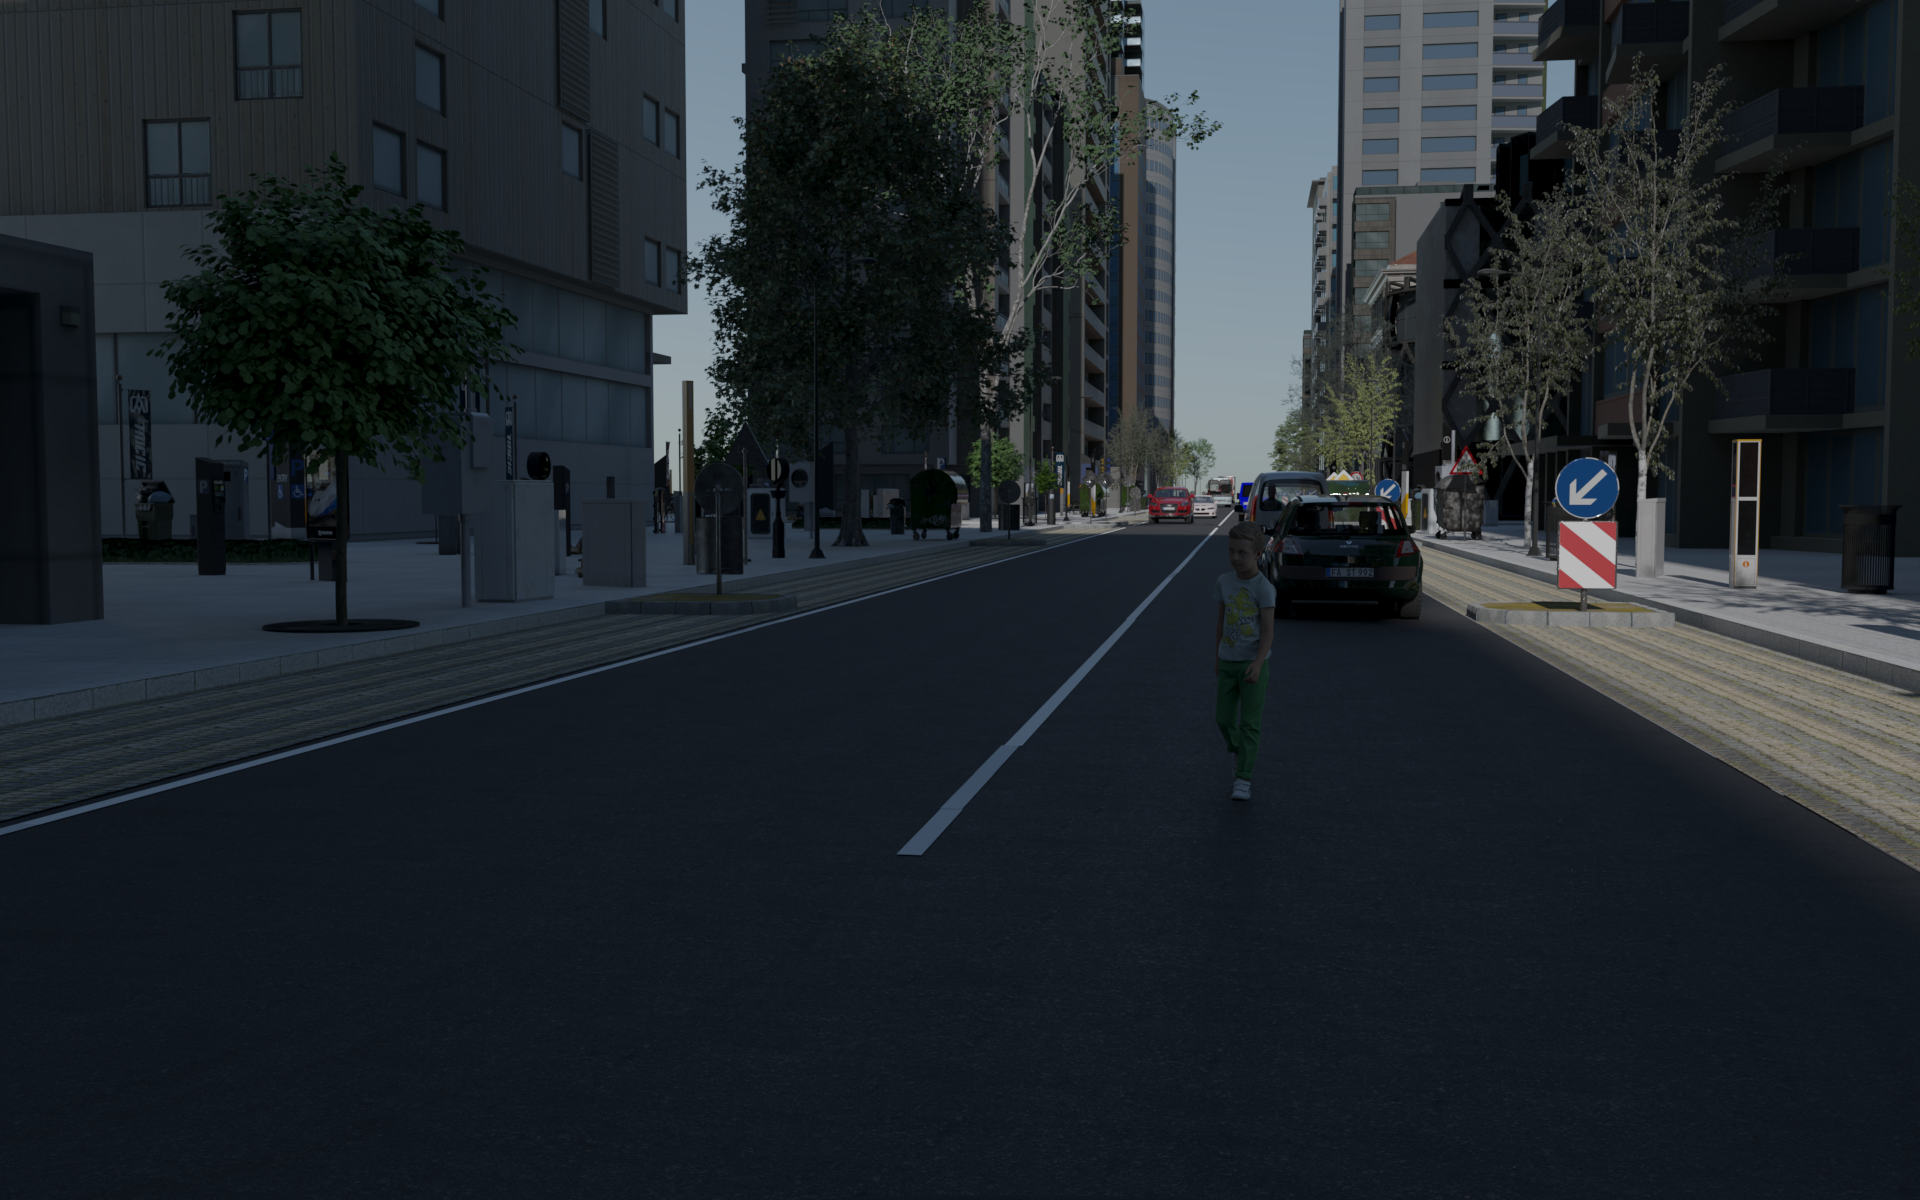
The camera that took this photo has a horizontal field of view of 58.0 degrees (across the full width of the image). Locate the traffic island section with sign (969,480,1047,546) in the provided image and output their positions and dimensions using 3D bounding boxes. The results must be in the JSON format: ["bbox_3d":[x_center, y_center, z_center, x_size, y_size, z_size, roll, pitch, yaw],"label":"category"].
[{"bbox_3d":[1.372,-2.421,48.209,1.989,1.847,2.006,1,4,9],"label":"traffic island section with sign"}]

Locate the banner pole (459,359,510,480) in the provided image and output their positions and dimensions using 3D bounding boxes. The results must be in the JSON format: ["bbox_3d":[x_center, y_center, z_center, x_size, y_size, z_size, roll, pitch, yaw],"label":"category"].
[{"bbox_3d":[-8.176,-2.408,29.384,0.401,3.779,0.863,2,4,31],"label":"banner pole"}]

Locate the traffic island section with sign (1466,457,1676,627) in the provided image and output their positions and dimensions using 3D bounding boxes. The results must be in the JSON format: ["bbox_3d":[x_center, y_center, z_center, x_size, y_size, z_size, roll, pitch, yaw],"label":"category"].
[{"bbox_3d":[6.820,-0.669,19.571,1.989,1.847,2.006,1,4,9],"label":"traffic island section with sign"}]

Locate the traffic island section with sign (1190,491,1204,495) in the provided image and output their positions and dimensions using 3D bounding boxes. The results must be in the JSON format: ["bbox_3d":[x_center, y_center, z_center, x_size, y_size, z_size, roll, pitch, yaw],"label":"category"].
[{"bbox_3d":[27.682,-12.058,205.780,1.989,1.847,2.006,1,4,9],"label":"traffic island section with sign"}]

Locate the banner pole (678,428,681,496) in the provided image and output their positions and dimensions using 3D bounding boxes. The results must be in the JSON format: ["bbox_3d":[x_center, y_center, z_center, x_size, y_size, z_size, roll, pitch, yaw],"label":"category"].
[{"bbox_3d":[-10.744,-4.670,66.377,0.401,3.779,0.863,-1,4,-12],"label":"banner pole"}]

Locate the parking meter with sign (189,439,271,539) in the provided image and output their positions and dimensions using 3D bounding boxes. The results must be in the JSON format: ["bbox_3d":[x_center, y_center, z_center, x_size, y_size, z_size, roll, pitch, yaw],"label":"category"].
[{"bbox_3d":[-16.355,-2.603,38.827,1.738,3.016,0.543,0,4,-5],"label":"parking meter with sign"}]

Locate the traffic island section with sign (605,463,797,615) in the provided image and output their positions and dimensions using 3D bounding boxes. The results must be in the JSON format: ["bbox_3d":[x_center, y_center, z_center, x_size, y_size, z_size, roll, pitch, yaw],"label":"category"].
[{"bbox_3d":[-3.093,-0.779,21.364,1.989,1.847,2.006,1,4,9],"label":"traffic island section with sign"}]

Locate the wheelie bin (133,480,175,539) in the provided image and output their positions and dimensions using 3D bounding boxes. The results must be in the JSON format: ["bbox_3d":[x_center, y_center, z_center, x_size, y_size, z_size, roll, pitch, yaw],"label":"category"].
[{"bbox_3d":[-18.691,-1.976,40.209,0.980,1.594,0.693,1,4,18],"label":"wheelie bin"}]

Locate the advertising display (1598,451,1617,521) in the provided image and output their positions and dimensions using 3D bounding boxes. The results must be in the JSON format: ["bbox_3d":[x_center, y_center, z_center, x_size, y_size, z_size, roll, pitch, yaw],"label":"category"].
[{"bbox_3d":[9.833,-1.290,26.310,0.123,1.923,0.974,2,4,28],"label":"advertising display"}]

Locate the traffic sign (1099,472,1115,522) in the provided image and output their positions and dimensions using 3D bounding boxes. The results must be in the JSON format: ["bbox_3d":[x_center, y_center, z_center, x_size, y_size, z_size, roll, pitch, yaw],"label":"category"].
[{"bbox_3d":[6.794,-4.696,80.424,0.795,2.450,0.064,1,4,9],"label":"traffic sign"}]

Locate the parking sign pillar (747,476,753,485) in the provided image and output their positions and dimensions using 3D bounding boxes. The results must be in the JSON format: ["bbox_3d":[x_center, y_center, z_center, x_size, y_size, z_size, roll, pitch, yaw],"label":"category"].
[{"bbox_3d":[-14.138,-8.072,120.441,1.447,3.967,1.447,-1,4,-22],"label":"parking sign pillar"}]

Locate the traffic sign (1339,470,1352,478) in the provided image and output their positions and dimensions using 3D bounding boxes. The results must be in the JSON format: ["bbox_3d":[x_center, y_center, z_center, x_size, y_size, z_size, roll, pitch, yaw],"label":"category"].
[{"bbox_3d":[15.680,-4.109,70.831,0.795,2.450,0.064,1,4,9],"label":"traffic sign"}]

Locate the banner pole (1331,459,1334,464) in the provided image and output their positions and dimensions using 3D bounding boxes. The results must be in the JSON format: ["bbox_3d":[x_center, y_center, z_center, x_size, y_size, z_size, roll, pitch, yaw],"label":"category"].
[{"bbox_3d":[26.470,-8.153,123.312,0.401,3.779,0.863,0,4,-1],"label":"banner pole"}]

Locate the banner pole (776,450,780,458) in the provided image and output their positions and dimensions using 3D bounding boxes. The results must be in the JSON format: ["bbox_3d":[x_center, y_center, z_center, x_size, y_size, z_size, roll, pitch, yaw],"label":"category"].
[{"bbox_3d":[-7.347,-4.889,69.946,0.401,3.779,0.863,-1,4,-15],"label":"banner pole"}]

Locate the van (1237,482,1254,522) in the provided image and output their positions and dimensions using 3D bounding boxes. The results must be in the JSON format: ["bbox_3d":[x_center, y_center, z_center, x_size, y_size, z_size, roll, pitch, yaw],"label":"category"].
[{"bbox_3d":[15.674,-5.316,91.298,2.240,2.365,5.245,1,4,10],"label":"van"}]

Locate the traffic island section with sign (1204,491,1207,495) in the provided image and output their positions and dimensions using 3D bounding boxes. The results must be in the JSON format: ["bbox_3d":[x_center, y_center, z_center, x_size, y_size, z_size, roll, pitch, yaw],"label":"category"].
[{"bbox_3d":[41.175,-17.003,286.625,1.989,1.847,2.006,1,4,9],"label":"traffic island section with sign"}]

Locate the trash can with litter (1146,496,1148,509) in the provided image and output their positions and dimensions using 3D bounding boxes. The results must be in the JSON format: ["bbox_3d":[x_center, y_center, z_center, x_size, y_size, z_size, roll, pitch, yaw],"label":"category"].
[{"bbox_3d":[15.977,-8.392,148.602,0.624,1.170,1.055,0,4,-6],"label":"trash can with litter"}]

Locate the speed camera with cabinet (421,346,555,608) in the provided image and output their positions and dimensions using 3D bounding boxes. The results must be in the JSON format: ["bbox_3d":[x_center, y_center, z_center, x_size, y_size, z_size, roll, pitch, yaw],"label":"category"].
[{"bbox_3d":[-5.527,-1.591,20.350,0.660,3.252,2.038,1,4,16],"label":"speed camera with cabinet"}]

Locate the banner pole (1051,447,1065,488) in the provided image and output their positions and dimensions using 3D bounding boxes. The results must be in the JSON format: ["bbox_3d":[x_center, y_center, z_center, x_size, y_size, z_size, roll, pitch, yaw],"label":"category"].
[{"bbox_3d":[5.123,-6.211,91.559,0.863,3.779,0.401,0,4,-1],"label":"banner pole"}]

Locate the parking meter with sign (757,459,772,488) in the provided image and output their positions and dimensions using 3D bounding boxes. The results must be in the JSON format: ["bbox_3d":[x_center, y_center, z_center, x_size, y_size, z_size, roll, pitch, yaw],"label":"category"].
[{"bbox_3d":[-9.855,-5.558,87.134,0.543,3.016,1.738,-2,4,-31],"label":"parking meter with sign"}]

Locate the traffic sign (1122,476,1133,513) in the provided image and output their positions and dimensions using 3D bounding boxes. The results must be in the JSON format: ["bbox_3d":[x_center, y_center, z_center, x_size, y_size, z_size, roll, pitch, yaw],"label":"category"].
[{"bbox_3d":[11.613,-7.324,119.855,0.768,2.556,0.104,1,4,12],"label":"traffic sign"}]

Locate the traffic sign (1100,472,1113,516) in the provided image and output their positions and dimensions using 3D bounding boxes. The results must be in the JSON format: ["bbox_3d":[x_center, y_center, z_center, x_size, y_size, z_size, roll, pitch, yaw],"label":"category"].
[{"bbox_3d":[8.558,-6.204,101.535,0.768,2.556,0.104,1,4,12],"label":"traffic sign"}]

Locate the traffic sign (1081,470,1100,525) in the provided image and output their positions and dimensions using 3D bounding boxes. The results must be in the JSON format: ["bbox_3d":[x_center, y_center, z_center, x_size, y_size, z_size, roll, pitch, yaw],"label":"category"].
[{"bbox_3d":[5.479,-4.214,72.548,0.795,2.450,0.064,1,4,9],"label":"traffic sign"}]

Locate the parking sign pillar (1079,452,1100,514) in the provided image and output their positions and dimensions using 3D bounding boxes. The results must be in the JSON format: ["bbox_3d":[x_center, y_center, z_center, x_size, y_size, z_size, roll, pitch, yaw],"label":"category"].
[{"bbox_3d":[8.306,-7.454,110.338,1.447,3.967,1.447,1,4,9],"label":"parking sign pillar"}]

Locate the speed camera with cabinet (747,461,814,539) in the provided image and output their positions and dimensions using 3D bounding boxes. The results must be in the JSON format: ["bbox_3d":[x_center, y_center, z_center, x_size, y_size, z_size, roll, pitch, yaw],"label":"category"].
[{"bbox_3d":[-5.101,-3.385,49.686,2.038,3.252,0.660,1,4,22],"label":"speed camera with cabinet"}]

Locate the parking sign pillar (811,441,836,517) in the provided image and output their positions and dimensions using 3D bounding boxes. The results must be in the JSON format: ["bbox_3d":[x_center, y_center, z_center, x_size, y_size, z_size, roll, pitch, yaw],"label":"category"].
[{"bbox_3d":[-7.039,-6.092,88.070,1.447,3.967,1.447,0,4,8],"label":"parking sign pillar"}]

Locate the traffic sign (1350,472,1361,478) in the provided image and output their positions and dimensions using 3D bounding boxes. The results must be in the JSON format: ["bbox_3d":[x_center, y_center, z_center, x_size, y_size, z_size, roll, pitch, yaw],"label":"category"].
[{"bbox_3d":[22.499,-6.009,98.358,0.768,2.556,0.104,1,4,17],"label":"traffic sign"}]

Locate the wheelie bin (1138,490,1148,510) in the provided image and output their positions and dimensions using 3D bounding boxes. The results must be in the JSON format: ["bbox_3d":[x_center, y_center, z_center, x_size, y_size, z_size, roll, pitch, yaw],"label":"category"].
[{"bbox_3d":[14.561,-7.973,138.269,0.980,1.594,0.693,0,4,-3],"label":"wheelie bin"}]

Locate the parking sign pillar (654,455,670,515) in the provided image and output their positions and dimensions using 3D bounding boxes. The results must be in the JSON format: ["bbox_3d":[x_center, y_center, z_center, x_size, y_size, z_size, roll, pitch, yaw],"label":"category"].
[{"bbox_3d":[-20.205,-7.836,116.594,1.447,3.967,1.447,1,4,18],"label":"parking sign pillar"}]

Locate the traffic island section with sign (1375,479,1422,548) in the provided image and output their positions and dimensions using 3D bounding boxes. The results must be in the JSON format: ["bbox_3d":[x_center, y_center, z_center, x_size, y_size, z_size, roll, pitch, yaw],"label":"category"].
[{"bbox_3d":[11.330,-2.322,46.587,1.989,1.847,2.006,1,4,9],"label":"traffic island section with sign"}]

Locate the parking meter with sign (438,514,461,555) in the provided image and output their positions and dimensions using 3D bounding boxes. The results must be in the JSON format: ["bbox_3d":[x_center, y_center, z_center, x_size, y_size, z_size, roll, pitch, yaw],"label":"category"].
[{"bbox_3d":[-10.925,-2.502,37.162,0.543,3.016,1.738,-1,4,-12],"label":"parking meter with sign"}]

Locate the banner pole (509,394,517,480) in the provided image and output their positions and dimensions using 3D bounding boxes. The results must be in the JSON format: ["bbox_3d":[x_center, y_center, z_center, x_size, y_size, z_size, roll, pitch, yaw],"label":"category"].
[{"bbox_3d":[-11.303,-3.284,43.707,0.401,3.779,0.863,-3,4,-37],"label":"banner pole"}]

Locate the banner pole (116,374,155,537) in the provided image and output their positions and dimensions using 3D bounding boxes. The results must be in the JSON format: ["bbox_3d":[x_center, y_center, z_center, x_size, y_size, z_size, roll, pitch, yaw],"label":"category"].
[{"bbox_3d":[-17.422,-2.843,36.498,0.401,3.779,0.863,3,5,42],"label":"banner pole"}]

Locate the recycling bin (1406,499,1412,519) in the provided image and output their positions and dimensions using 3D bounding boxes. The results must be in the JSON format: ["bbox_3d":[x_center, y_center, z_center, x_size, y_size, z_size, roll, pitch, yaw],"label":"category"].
[{"bbox_3d":[23.754,-4.773,90.591,0.722,1.027,0.722,2,4,28],"label":"recycling bin"}]

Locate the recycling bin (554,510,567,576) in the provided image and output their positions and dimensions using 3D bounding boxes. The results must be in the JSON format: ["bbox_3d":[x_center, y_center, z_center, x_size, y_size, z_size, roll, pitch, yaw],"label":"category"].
[{"bbox_3d":[-6.677,-0.915,27.518,0.722,1.027,0.722,0,4,-3],"label":"recycling bin"}]

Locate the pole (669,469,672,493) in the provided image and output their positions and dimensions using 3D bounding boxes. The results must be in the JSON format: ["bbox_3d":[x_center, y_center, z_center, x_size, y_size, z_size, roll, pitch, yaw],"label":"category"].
[{"bbox_3d":[-23.892,-9.126,143.048,0.158,3.312,0.155,0,3,0],"label":"pole"}]

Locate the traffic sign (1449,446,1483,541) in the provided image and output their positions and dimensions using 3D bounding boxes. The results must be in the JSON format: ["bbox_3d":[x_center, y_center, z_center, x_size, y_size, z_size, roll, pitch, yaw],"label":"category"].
[{"bbox_3d":[13.729,-2.877,47.035,0.884,2.594,0.081,1,4,18],"label":"traffic sign"}]

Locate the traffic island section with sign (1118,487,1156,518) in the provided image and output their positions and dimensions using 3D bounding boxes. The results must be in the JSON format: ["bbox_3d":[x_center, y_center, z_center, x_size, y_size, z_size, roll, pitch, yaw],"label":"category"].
[{"bbox_3d":[10.370,-5.712,102.025,1.989,1.847,2.006,1,4,9],"label":"traffic island section with sign"}]

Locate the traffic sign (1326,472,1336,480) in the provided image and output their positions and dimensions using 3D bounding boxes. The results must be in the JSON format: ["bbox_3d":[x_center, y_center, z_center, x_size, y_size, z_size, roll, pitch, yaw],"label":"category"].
[{"bbox_3d":[16.994,-4.591,78.708,0.795,2.450,0.064,1,4,9],"label":"traffic sign"}]

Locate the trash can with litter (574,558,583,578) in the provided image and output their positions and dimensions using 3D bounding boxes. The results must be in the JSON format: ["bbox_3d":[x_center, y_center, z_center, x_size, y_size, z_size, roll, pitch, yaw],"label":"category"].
[{"bbox_3d":[-5.496,-0.947,26.876,0.624,1.170,1.055,1,4,20],"label":"trash can with litter"}]

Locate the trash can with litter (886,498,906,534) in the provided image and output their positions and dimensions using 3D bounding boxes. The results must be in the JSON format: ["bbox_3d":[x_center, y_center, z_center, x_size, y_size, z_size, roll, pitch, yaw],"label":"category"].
[{"bbox_3d":[-2.028,-2.688,55.343,0.624,1.170,1.055,0,4,1],"label":"trash can with litter"}]

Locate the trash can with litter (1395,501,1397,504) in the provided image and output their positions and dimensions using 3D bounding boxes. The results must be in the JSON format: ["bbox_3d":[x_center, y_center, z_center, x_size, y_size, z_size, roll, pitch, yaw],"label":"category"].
[{"bbox_3d":[23.281,-4.998,93.108,0.624,1.170,1.055,3,5,43],"label":"trash can with litter"}]

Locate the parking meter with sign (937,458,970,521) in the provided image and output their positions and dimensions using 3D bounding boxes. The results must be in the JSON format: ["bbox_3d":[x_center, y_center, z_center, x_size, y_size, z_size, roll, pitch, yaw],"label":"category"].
[{"bbox_3d":[-0.285,-5.329,83.397,0.543,3.016,1.738,3,5,44],"label":"parking meter with sign"}]

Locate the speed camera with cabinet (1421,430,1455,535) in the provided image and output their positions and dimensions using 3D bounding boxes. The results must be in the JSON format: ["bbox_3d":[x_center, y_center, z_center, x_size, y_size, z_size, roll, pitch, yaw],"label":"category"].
[{"bbox_3d":[15.106,-3.683,54.548,0.660,3.252,2.038,0,4,-2],"label":"speed camera with cabinet"}]

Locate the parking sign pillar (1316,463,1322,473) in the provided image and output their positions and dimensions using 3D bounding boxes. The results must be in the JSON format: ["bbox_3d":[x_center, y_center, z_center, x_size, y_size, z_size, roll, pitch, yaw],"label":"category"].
[{"bbox_3d":[30.829,-9.812,148.903,1.447,3.967,1.447,1,4,11],"label":"parking sign pillar"}]

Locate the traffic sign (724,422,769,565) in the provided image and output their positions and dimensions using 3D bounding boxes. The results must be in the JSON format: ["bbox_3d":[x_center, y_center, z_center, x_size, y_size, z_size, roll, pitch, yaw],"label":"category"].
[{"bbox_3d":[-3.883,-1.918,31.355,0.884,2.594,0.081,1,4,16],"label":"traffic sign"}]

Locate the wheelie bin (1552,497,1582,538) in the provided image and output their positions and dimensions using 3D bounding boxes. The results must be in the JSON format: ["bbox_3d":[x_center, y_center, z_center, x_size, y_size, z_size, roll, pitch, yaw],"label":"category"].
[{"bbox_3d":[14.407,-2.007,40.726,0.980,1.594,0.693,2,4,25],"label":"wheelie bin"}]

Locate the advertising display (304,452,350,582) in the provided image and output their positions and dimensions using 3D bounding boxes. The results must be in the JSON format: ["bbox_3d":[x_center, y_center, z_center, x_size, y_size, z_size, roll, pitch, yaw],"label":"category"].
[{"bbox_3d":[-9.317,-1.241,25.505,0.974,1.923,0.123,3,4,38],"label":"advertising display"}]

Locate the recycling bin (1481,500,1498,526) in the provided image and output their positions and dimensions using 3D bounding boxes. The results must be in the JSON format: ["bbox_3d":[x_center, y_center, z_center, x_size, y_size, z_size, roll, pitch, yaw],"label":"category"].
[{"bbox_3d":[21.031,-3.472,69.316,0.722,1.027,0.722,-2,4,-31],"label":"recycling bin"}]

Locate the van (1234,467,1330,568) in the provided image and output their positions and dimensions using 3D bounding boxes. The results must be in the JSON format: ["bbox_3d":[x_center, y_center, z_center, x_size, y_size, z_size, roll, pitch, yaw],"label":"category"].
[{"bbox_3d":[6.329,-1.622,33.530,2.013,2.044,4.112,0,4,8],"label":"van"}]

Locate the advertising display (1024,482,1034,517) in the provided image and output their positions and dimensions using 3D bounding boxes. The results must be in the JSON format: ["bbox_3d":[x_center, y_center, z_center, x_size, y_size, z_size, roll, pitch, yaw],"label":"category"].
[{"bbox_3d":[3.843,-5.586,96.547,0.123,1.923,0.974,2,4,32],"label":"advertising display"}]

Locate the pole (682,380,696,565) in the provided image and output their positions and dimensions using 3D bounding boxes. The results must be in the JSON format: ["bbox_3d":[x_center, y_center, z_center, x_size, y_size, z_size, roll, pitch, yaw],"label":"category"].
[{"bbox_3d":[-4.887,-2.284,31.189,0.158,3.312,0.155,0,3,0],"label":"pole"}]

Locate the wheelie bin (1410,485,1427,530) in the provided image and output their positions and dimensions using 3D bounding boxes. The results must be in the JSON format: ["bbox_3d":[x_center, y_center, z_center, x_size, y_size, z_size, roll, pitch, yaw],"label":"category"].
[{"bbox_3d":[16.324,-3.266,61.311,0.693,1.594,0.980,-1,4,-8],"label":"wheelie bin"}]

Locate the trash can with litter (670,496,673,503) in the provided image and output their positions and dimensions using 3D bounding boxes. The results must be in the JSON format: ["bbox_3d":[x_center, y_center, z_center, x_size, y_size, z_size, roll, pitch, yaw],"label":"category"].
[{"bbox_3d":[-20.183,-7.128,127.601,2.233,1.210,1.678,2,4,34],"label":"trash can with litter"}]

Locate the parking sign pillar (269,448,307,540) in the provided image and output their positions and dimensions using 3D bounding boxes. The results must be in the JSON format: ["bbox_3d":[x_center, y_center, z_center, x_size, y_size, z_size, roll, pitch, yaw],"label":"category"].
[{"bbox_3d":[-16.548,-3.313,42.632,1.447,3.967,1.447,-3,5,-41],"label":"parking sign pillar"}]

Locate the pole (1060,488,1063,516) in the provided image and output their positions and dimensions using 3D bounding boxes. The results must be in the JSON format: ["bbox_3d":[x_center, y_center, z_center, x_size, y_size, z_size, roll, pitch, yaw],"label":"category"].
[{"bbox_3d":[5.907,-6.531,100.631,0.158,3.312,0.155,0,3,0],"label":"pole"}]
